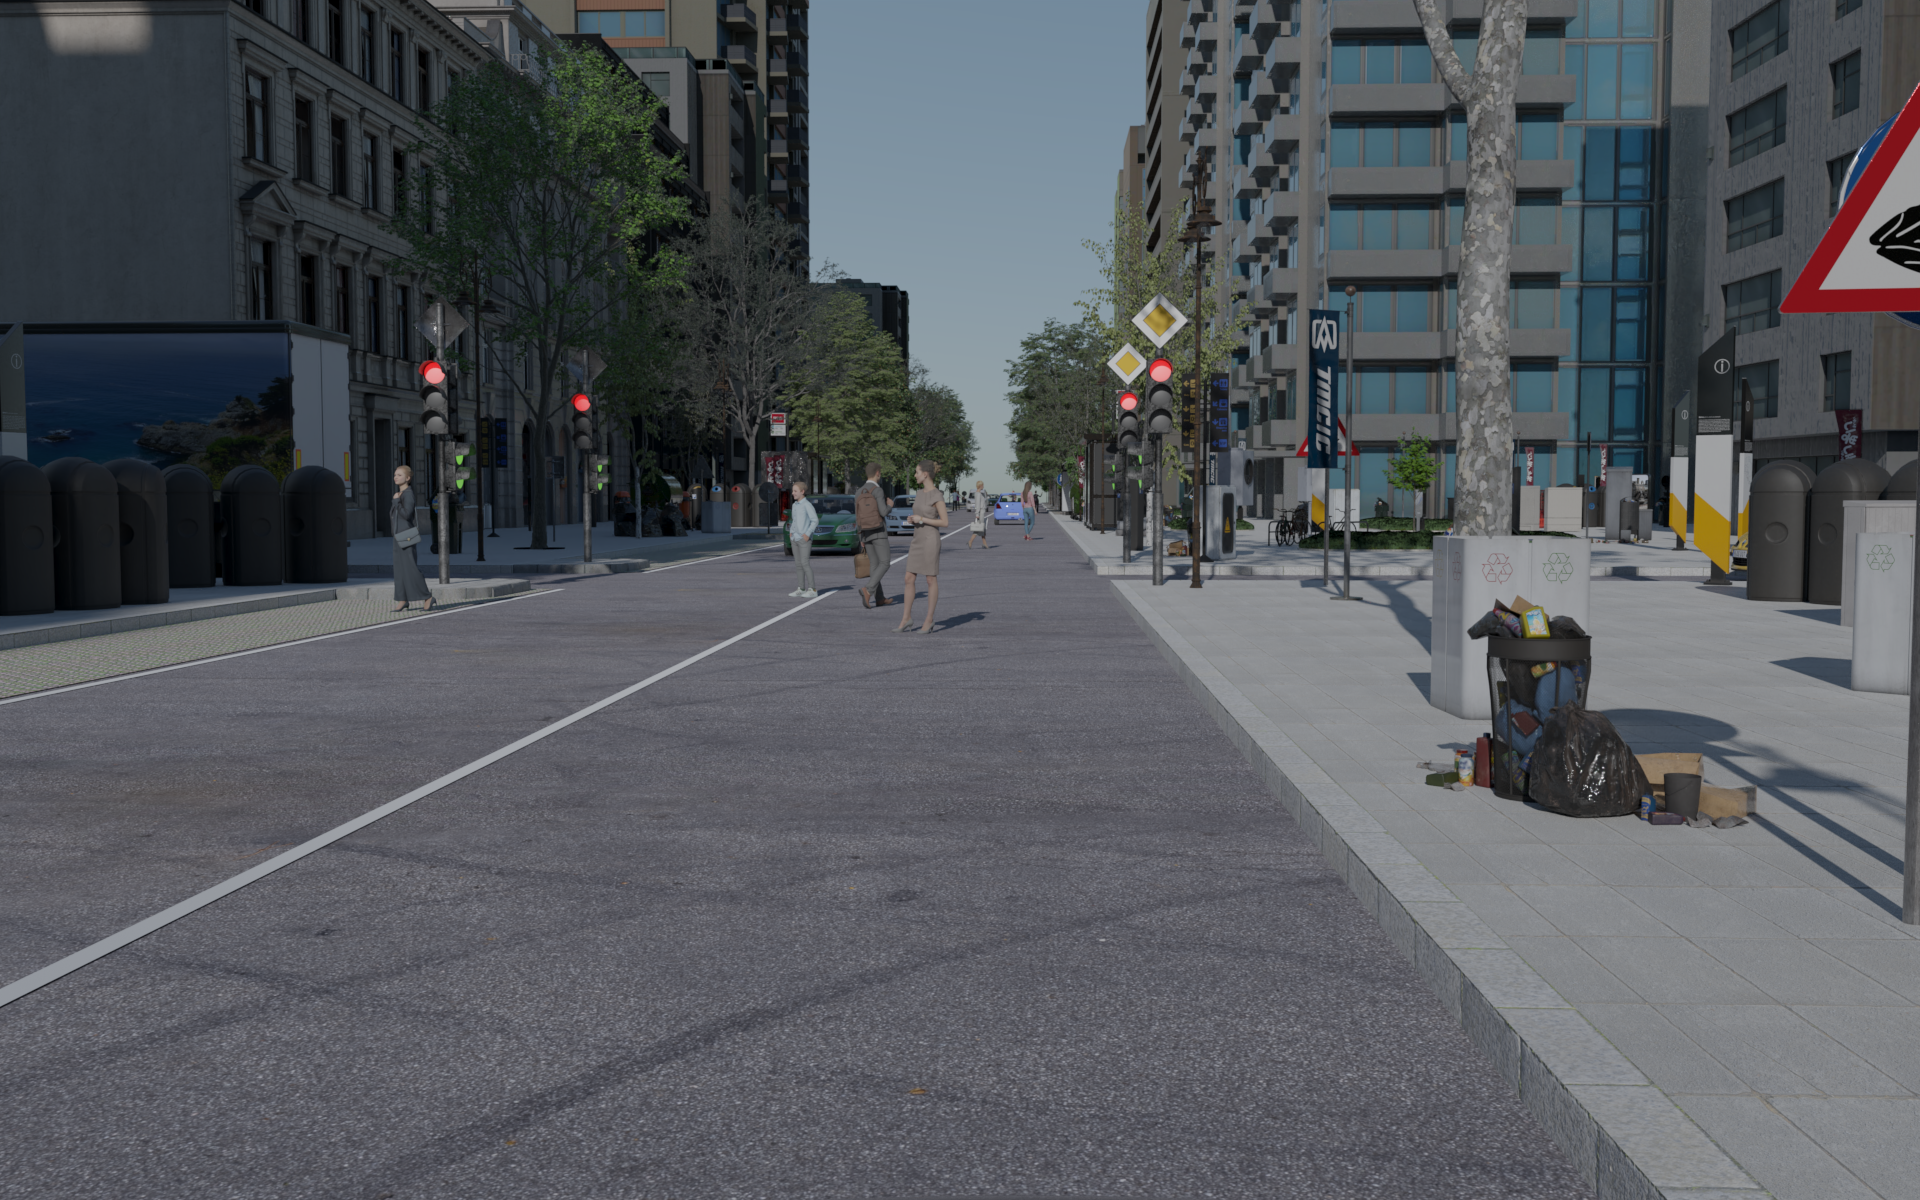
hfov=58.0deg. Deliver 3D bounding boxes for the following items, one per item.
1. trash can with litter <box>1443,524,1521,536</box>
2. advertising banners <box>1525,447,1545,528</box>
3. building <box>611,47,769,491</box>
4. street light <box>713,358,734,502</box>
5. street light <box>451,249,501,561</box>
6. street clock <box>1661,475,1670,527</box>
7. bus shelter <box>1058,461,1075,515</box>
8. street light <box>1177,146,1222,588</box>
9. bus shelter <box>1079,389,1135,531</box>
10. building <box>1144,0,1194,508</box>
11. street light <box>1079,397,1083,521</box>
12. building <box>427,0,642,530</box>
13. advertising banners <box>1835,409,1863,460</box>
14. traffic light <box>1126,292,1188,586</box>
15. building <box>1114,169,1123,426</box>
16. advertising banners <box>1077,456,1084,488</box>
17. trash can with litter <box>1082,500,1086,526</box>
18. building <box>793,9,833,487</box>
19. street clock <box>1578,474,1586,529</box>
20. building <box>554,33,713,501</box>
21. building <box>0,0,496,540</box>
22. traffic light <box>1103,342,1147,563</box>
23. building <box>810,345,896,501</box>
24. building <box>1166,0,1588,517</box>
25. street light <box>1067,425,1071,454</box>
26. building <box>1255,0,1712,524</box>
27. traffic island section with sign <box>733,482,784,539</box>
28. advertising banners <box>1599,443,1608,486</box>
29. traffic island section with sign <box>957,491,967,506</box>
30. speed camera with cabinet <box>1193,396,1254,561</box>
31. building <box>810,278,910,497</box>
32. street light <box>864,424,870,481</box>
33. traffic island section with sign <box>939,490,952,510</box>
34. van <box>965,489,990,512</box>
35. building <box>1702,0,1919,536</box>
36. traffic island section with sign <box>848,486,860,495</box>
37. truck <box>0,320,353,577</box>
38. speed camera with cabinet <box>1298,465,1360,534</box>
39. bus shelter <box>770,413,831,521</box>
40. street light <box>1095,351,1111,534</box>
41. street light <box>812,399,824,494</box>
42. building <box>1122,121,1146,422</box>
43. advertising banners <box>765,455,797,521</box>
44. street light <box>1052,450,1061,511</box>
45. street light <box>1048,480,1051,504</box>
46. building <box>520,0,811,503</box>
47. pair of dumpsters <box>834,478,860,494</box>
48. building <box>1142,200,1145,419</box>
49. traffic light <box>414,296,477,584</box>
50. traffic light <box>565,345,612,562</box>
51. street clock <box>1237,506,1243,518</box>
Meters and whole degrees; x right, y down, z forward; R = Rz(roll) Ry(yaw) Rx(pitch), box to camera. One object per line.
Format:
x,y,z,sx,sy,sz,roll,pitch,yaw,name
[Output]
5.069,-0.297,16.246,1.055,1.170,0.624,-2,4,-28,trash can with litter
21.734,-4.188,64.656,2.074,3.025,0.090,-2,4,-33,advertising banners
-20.906,-21.053,115.917,14.160,30.474,14.107,0,4,2,building
-8.015,-5.268,58.927,0.468,5.910,1.993,0,4,2,street light
-9.157,-3.678,32.928,0.468,5.910,1.993,0,4,2,street light
27.221,-3.796,66.638,0.358,2.002,0.471,-2,4,-25,street clock
6.749,-6.570,101.345,2.014,3.302,5.546,0,4,2,bus shelter
3.225,-3.101,23.482,0.468,5.910,1.993,0,4,2,street light
5.523,-5.287,64.077,2.179,5.291,8.768,0,4,2,bus shelter
27.258,-32.129,149.005,21.300,48.544,21.600,0,4,2,building
5.655,-6.629,81.166,0.468,5.910,1.993,0,4,2,street light
-22.312,-14.082,72.035,13.314,21.916,24.055,0,4,2,building
18.928,-2.391,35.278,2.074,3.025,0.090,2,4,30,advertising banners
2.758,-2.158,24.208,0.839,4.253,0.868,0,4,2,traffic light
26.846,-32.821,220.224,14.154,41.232,14.086,0,4,2,building
6.268,-5.088,79.376,2.074,3.025,0.090,2,4,32,advertising banners
5.122,-3.551,69.448,0.624,1.170,1.055,0,4,-4,trash can with litter
-22.588,-44.200,160.926,20.563,71.187,20.611,0,4,2,building
22.961,-3.638,64.055,0.358,2.002,0.471,1,4,19,street clock
-20.762,-16.035,91.850,12.332,23.373,15.834,0,4,2,building
-21.605,-11.365,50.441,10.561,19.102,19.286,0,4,2,building
3.093,-2.646,32.187,0.839,4.253,0.868,0,4,2,traffic light
-22.959,-22.643,215.254,27.650,21.520,28.899,0,4,2,building
27.345,-30.787,122.984,23.786,49.044,30.456,0,4,2,building
6.664,-8.191,106.712,0.468,5.910,1.993,0,4,2,street light
25.811,-28.555,86.477,23.786,49.044,30.456,0,4,2,building
-6.106,-2.848,55.196,1.989,1.847,2.006,0,4,2,traffic island section with sign
22.809,-3.927,60.397,2.074,3.025,0.090,-3,5,-40,advertising banners
0.607,-12.610,214.799,1.989,1.847,2.006,0,4,2,traffic island section with sign
5.213,-2.435,34.156,0.660,3.252,2.038,2,4,28,speed camera with cabinet
-14.390,-28.434,236.589,14.160,30.474,14.107,0,4,2,building
-5.844,-8.356,109.413,0.468,5.910,1.993,0,4,2,street light
-1.721,-9.236,159.635,1.989,1.847,2.006,0,4,2,traffic island section with sign
1.399,-8.039,138.456,2.013,2.044,4.112,0,4,3,van
29.608,-16.781,46.067,14.107,30.474,14.160,0,4,2,building
-4.978,-4.495,82.127,1.989,1.847,2.006,0,4,2,traffic island section with sign
-16.281,-2.478,29.436,11.283,4.237,2.839,0,4,3,truck
11.946,-3.777,56.093,2.038,3.252,0.660,-1,4,-22,speed camera with cabinet
-8.128,-6.748,87.969,2.179,5.291,8.768,0,4,3,bus shelter
4.577,-5.053,55.410,0.468,5.910,1.993,0,4,2,street light
-6.902,-6.829,84.449,0.468,5.910,1.993,0,4,2,street light
26.611,-33.995,205.934,14.600,45.320,14.200,0,4,2,building
-8.223,-5.219,81.523,2.074,3.025,0.090,1,4,19,advertising banners
8.748,-11.278,157.182,0.468,5.910,1.993,0,4,2,street light
9.845,-12.865,183.135,0.468,5.910,1.993,0,4,2,street light
-23.822,-29.507,137.069,22.147,44.769,28.867,0,4,2,building
-6.931,-6.322,105.856,1.574,2.255,4.437,0,4,2,pair of dumpsters
24.581,-24.213,167.580,14.160,30.474,14.107,0,4,2,building
-7.345,-2.183,24.616,0.839,4.253,0.868,0,4,2,traffic light
-7.010,-2.671,32.594,0.839,4.253,0.868,0,4,2,traffic light
11.289,-3.986,69.741,0.358,2.002,0.471,-3,5,-43,street clock
